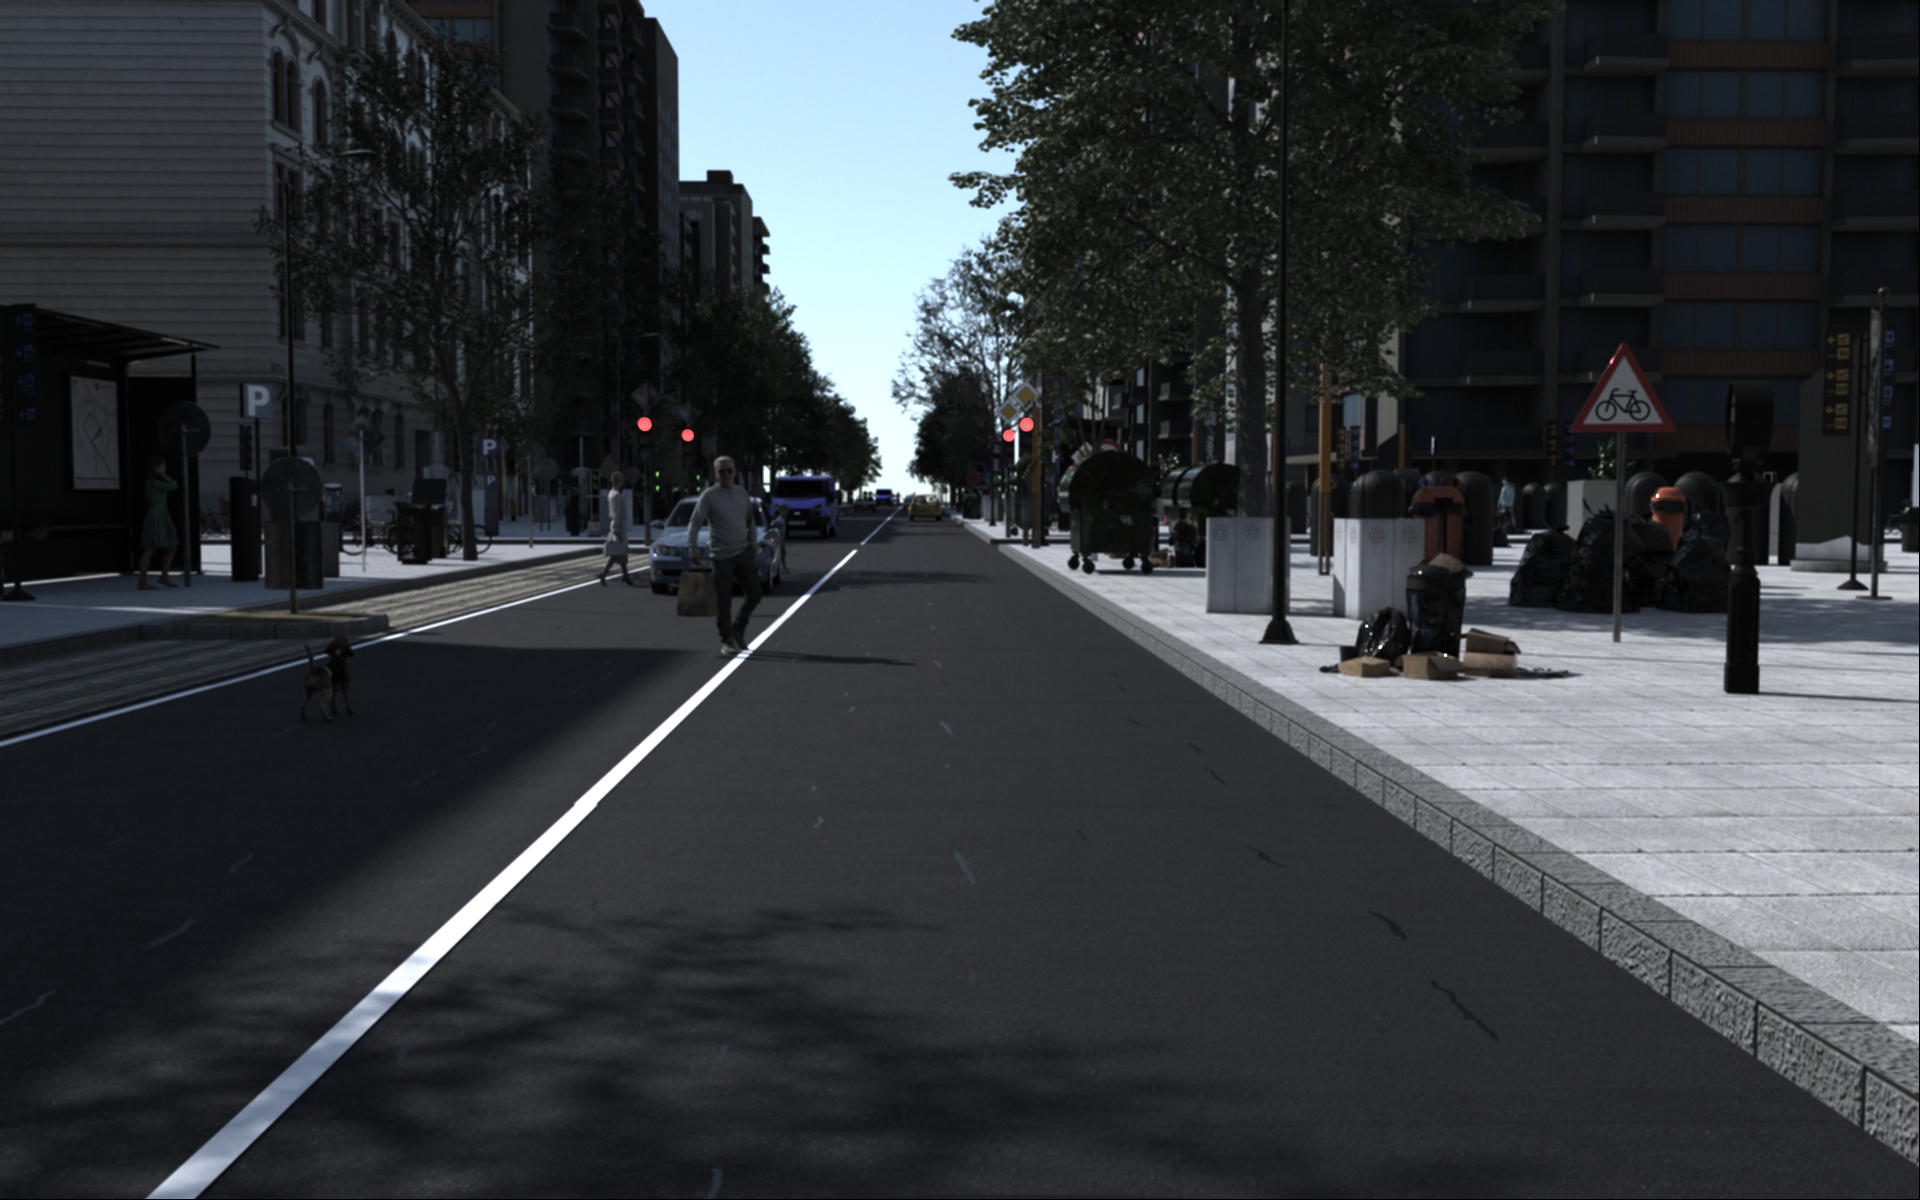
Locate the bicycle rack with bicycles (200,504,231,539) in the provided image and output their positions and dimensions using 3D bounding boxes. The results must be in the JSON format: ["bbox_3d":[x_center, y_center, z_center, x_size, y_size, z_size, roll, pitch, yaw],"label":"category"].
[{"bbox_3d":[-21.712,-2.270,50.494,2.925,0.926,2.852,-2,4,-32],"label":"bicycle rack with bicycles"}]

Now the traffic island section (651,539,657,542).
[{"bbox_3d":[-7.900,-1.730,50.565,2.009,0.180,2.903,0,4,-1],"label":"traffic island section"}]

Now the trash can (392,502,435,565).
[{"bbox_3d":[-9.984,-1.225,31.684,0.748,1.137,0.748,0,3,0],"label":"trash can"}]

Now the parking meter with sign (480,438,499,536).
[{"bbox_3d":[-14.519,-3.504,53.544,0.543,3.016,1.738,-1,4,-16],"label":"parking meter with sign"}]

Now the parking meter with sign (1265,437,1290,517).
[{"bbox_3d":[9.464,-3.409,52.004,0.543,3.016,1.738,1,4,20],"label":"parking meter with sign"}]

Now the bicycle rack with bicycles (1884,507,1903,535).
[{"bbox_3d":[30.270,-2.534,54.807,2.852,0.926,2.925,-1,4,-10],"label":"bicycle rack with bicycles"}]

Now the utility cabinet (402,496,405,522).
[{"bbox_3d":[-23.432,-3.727,72.093,0.306,1.237,1.020,-3,4,-37],"label":"utility cabinet"}]

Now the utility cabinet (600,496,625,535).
[{"bbox_3d":[-10.944,-2.619,53.976,1.020,1.237,0.306,1,4,22],"label":"utility cabinet"}]

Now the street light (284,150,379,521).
[{"bbox_3d":[-8.558,-3.120,23.552,1.470,5.913,1.316,0,4,-1],"label":"street light"}]

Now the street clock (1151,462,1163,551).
[{"bbox_3d":[4.357,-2.088,38.713,0.358,2.002,0.471,0,4,3],"label":"street clock"}]

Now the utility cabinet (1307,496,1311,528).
[{"bbox_3d":[13.284,-3.406,66.849,0.306,1.237,1.020,0,4,-6],"label":"utility cabinet"}]

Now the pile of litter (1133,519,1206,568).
[{"bbox_3d":[3.819,-1.007,30.435,1.719,0.858,1.176,0,4,-1],"label":"pile of litter"}]

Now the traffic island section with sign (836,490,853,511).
[{"bbox_3d":[-10.510,-8.677,150.503,1.989,1.847,2.006,0,4,-1],"label":"traffic island section with sign"}]

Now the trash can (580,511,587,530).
[{"bbox_3d":[-13.663,-3.122,62.703,0.748,1.137,0.748,0,3,0],"label":"trash can"}]

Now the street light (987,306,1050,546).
[{"bbox_3d":[1.498,-4.279,42.503,1.470,5.913,1.316,0,4,-1],"label":"street light"}]

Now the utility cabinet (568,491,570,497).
[{"bbox_3d":[-27.813,-7.023,123.507,0.318,1.500,1.173,1,4,20],"label":"utility cabinet"}]

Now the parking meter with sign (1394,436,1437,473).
[{"bbox_3d":[13.491,-3.436,52.438,1.738,3.016,0.543,1,4,9],"label":"parking meter with sign"}]

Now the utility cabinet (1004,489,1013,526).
[{"bbox_3d":[1.942,-3.702,69.212,0.318,1.500,1.173,0,4,-4],"label":"utility cabinet"}]

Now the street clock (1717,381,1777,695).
[{"bbox_3d":[5.049,-0.401,11.134,0.358,2.002,0.471,1,4,17],"label":"street clock"}]

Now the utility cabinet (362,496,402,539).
[{"bbox_3d":[-17.896,-2.598,53.632,0.306,1.237,1.020,2,4,35],"label":"utility cabinet"}]

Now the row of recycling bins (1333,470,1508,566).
[{"bbox_3d":[8.147,-1.428,30.459,3.534,1.692,1.069,-3,5,-41],"label":"row of recycling bins"}]

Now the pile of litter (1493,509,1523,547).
[{"bbox_3d":[12.546,-1.711,41.945,1.719,0.858,1.176,0,4,5],"label":"pile of litter"}]

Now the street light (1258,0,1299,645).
[{"bbox_3d":[2.200,-2.579,14.711,1.470,5.913,1.316,0,4,-1],"label":"street light"}]

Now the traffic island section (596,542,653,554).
[{"bbox_3d":[-7.692,-1.242,42.582,2.009,0.180,2.903,0,4,-1],"label":"traffic island section"}]

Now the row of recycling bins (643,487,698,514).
[{"bbox_3d":[-17.334,-5.941,104.249,3.534,1.692,1.069,-2,4,-35],"label":"row of recycling bins"}]

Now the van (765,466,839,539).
[{"bbox_3d":[-5.134,-3.223,57.073,2.240,2.365,5.245,0,3,0],"label":"van"}]

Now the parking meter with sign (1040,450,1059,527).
[{"bbox_3d":[3.188,-4.388,68.001,0.543,3.016,1.738,-3,4,-39],"label":"parking meter with sign"}]

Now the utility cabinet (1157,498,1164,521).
[{"bbox_3d":[9.356,-4.294,81.371,0.306,1.237,1.020,2,4,30],"label":"utility cabinet"}]

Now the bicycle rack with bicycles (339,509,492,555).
[{"bbox_3d":[-11.509,-1.458,37.213,2.925,0.926,2.852,0,4,0],"label":"bicycle rack with bicycles"}]

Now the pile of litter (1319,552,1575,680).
[{"bbox_3d":[3.479,0.097,12.373,1.719,0.858,1.176,1,4,21],"label":"pile of litter"}]

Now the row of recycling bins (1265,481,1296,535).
[{"bbox_3d":[10.336,-3.024,56.553,1.069,1.692,3.534,-1,4,-13],"label":"row of recycling bins"}]

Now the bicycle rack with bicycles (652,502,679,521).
[{"bbox_3d":[-12.799,-4.110,80.578,2.925,0.926,2.852,0,4,-3],"label":"bicycle rack with bicycles"}]

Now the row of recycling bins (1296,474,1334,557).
[{"bbox_3d":[8.596,-1.698,34.873,1.069,1.692,3.534,-3,5,-43],"label":"row of recycling bins"}]

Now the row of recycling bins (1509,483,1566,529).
[{"bbox_3d":[20.490,-3.425,63.105,3.534,1.692,1.069,-1,4,-16],"label":"row of recycling bins"}]

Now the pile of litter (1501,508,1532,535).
[{"bbox_3d":[17.440,-2.504,54.902,1.176,0.858,1.719,0,4,-1],"label":"pile of litter"}]

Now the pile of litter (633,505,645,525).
[{"bbox_3d":[-13.452,-3.562,72.202,1.176,0.858,1.719,0,4,-4],"label":"pile of litter"}]

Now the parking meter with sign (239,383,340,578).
[{"bbox_3d":[-10.395,-1.879,26.990,1.738,3.016,0.543,2,4,31],"label":"parking meter with sign"}]

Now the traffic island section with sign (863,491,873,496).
[{"bbox_3d":[-13.343,-15.358,259.737,1.989,1.847,2.006,0,4,-1],"label":"traffic island section with sign"}]

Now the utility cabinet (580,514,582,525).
[{"bbox_3d":[-14.497,-3.412,66.940,1.020,1.237,0.306,-1,4,-15],"label":"utility cabinet"}]

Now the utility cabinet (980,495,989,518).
[{"bbox_3d":[1.080,-5.074,94.125,1.020,1.237,0.306,-2,4,-26],"label":"utility cabinet"}]

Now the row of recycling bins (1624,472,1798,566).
[{"bbox_3d":[13.987,-1.507,31.754,3.534,1.692,1.069,3,4,36],"label":"row of recycling bins"}]

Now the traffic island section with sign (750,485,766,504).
[{"bbox_3d":[-8.493,-3.952,73.244,1.989,1.847,2.006,0,4,-1],"label":"traffic island section with sign"}]

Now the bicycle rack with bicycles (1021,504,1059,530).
[{"bbox_3d":[3.378,-2.889,60.618,2.925,0.926,2.852,1,4,20],"label":"bicycle rack with bicycles"}]

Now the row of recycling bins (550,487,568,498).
[{"bbox_3d":[-24.063,-5.888,103.376,1.069,1.692,3.534,0,4,-5],"label":"row of recycling bins"}]

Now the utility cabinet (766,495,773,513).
[{"bbox_3d":[-10.947,-5.445,100.194,0.306,1.237,1.020,-2,4,-26],"label":"utility cabinet"}]

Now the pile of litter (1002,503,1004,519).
[{"bbox_3d":[2.261,-4.653,90.042,1.719,0.858,1.176,-1,4,-14],"label":"pile of litter"}]

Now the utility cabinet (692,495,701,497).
[{"bbox_3d":[-12.560,-4.426,83.529,1.020,1.237,0.306,-3,4,-38],"label":"utility cabinet"}]

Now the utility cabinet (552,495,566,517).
[{"bbox_3d":[-22.770,-5.318,98.114,1.020,1.237,0.306,2,4,33],"label":"utility cabinet"}]

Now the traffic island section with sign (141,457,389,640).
[{"bbox_3d":[-7.054,-0.566,17.890,1.989,1.847,2.006,0,4,-1],"label":"traffic island section with sign"}]

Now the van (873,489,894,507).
[{"bbox_3d":[-8.290,-11.327,189.573,2.240,2.365,5.245,0,3,0],"label":"van"}]

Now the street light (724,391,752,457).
[{"bbox_3d":[-10.041,-6.455,78.075,1.470,5.913,1.316,0,4,-1],"label":"street light"}]

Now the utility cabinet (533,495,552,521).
[{"bbox_3d":[-19.682,-4.297,81.420,0.306,1.237,1.020,1,4,14],"label":"utility cabinet"}]

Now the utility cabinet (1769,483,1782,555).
[{"bbox_3d":[17.082,-1.655,35.737,1.173,1.500,0.318,3,4,36],"label":"utility cabinet"}]

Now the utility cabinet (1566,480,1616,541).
[{"bbox_3d":[10.164,-1.170,27.802,1.173,1.500,0.318,-3,5,-41],"label":"utility cabinet"}]

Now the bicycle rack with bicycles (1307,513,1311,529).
[{"bbox_3d":[11.304,-2.995,62.356,2.925,0.926,2.852,-1,4,-18],"label":"bicycle rack with bicycles"}]
